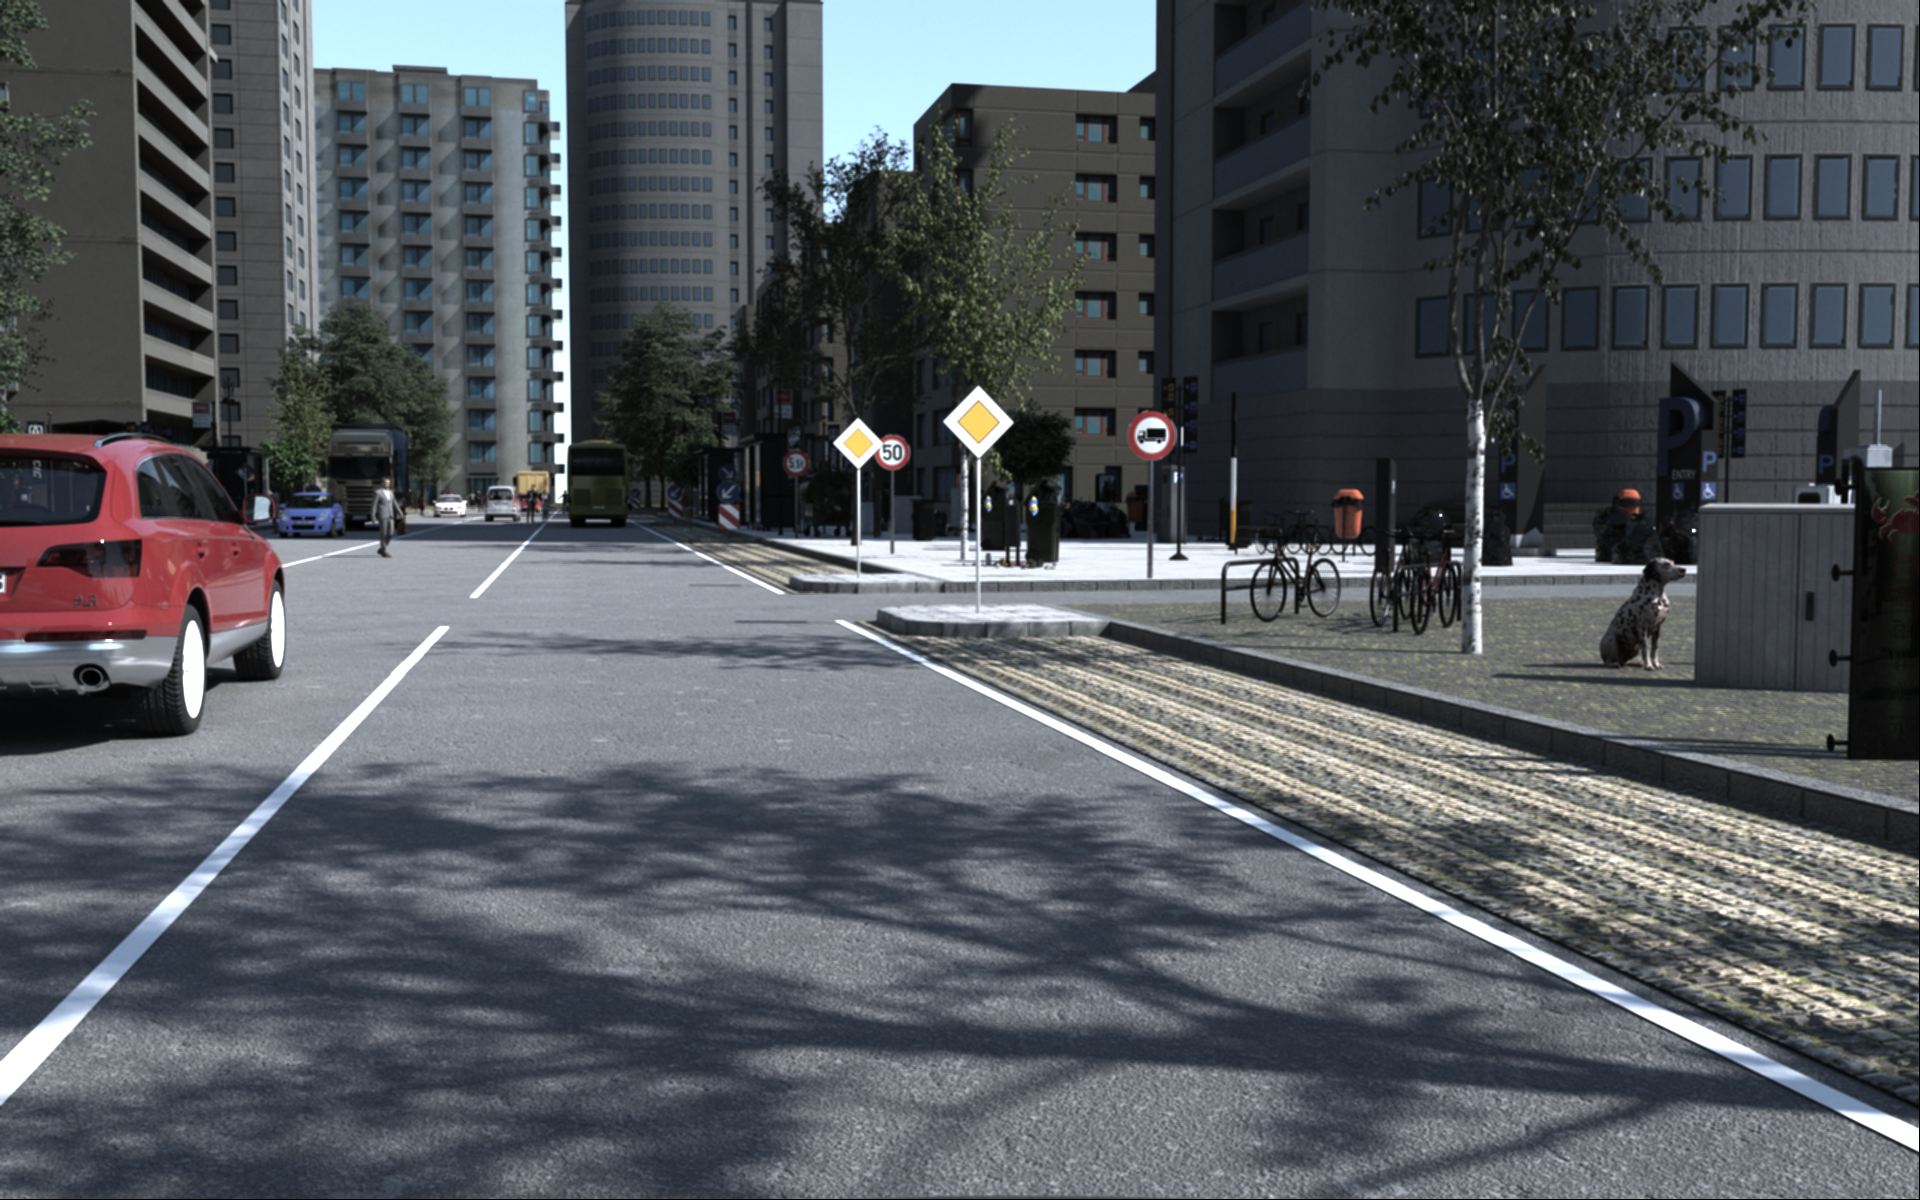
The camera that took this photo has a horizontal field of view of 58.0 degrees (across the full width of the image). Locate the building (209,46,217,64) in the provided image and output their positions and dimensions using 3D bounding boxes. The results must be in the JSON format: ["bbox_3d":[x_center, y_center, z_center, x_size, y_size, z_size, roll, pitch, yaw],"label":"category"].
[{"bbox_3d":[-67.807,-26.361,122.880,32.217,40.220,23.993,-1,4,-13],"label":"building"}]

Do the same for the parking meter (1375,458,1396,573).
[{"bbox_3d":[6.961,-1.383,28.328,0.255,1.863,0.399,2,4,27],"label":"parking meter"}]

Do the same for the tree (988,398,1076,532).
[{"bbox_3d":[2.322,-4.604,58.994,4.285,4.588,4.351,0,3,0],"label":"tree"}]

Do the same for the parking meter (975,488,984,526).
[{"bbox_3d":[0.801,-3.800,70.545,0.372,1.533,0.369,0,3,0],"label":"parking meter"}]

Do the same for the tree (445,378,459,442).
[{"bbox_3d":[-46.074,-14.316,140.727,9.857,13.997,8.962,0,3,0],"label":"tree"}]

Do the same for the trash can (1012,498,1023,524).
[{"bbox_3d":[2.275,-3.645,71.242,0.748,1.137,0.748,0,3,0],"label":"trash can"}]

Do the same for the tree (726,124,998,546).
[{"bbox_3d":[-2.315,-6.643,43.022,7.601,10.594,8.767,-3,5,-42],"label":"tree"}]

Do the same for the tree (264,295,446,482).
[{"bbox_3d":[-39.937,-12.594,112.565,9.857,13.997,8.962,0,3,0],"label":"tree"}]

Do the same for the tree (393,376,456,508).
[{"bbox_3d":[-51.374,-15.075,164.608,7.486,12.596,7.792,0,3,0],"label":"tree"}]

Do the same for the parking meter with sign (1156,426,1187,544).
[{"bbox_3d":[5.568,-2.985,45.065,0.543,3.016,1.738,-1,4,-14],"label":"parking meter with sign"}]

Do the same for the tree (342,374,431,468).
[{"bbox_3d":[-43.614,-11.999,130.597,7.601,10.594,8.767,-1,4,-20],"label":"tree"}]

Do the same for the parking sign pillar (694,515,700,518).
[{"bbox_3d":[-13.393,-6.328,91.935,1.447,3.967,1.447,0,4,7],"label":"parking sign pillar"}]

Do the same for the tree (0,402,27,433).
[{"bbox_3d":[-31.405,-4.382,55.365,4.285,4.588,4.351,0,3,0],"label":"tree"}]

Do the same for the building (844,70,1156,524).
[{"bbox_3d":[10.012,-14.996,90.219,27.650,21.520,28.899,-1,4,-13],"label":"building"}]

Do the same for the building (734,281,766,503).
[{"bbox_3d":[-5.073,-19.011,155.862,27.650,21.520,28.899,-1,4,-13],"label":"building"}]

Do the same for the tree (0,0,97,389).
[{"bbox_3d":[-20.463,-7.531,29.789,9.857,13.997,8.962,0,3,0],"label":"tree"}]

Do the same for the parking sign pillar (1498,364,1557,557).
[{"bbox_3d":[11.595,-2.891,35.737,1.447,3.967,1.447,3,5,42],"label":"parking sign pillar"}]

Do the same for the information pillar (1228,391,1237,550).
[{"bbox_3d":[6.261,-2.952,39.628,0.183,3.616,0.504,1,4,13],"label":"information pillar"}]

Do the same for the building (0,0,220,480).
[{"bbox_3d":[-57.428,-29.231,101.621,21.300,48.544,21.600,-1,4,-13],"label":"building"}]

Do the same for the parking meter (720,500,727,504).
[{"bbox_3d":[-9.552,-3.786,70.307,0.372,1.533,0.369,0,3,0],"label":"parking meter"}]

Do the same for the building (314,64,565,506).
[{"bbox_3d":[-60.710,-35.288,196.560,30.456,49.044,23.786,-1,4,-13],"label":"building"}]

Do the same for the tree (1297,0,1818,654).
[{"bbox_3d":[4.361,-3.872,13.676,4.360,8.622,3.978,0,3,0],"label":"tree"}]

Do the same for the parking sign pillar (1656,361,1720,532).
[{"bbox_3d":[14.530,-2.822,34.606,1.447,3.967,1.447,-1,4,-16],"label":"parking sign pillar"}]

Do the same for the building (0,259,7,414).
[{"bbox_3d":[-53.326,-39.033,76.448,20.563,71.187,20.611,-1,4,-13],"label":"building"}]

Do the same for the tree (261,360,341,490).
[{"bbox_3d":[-35.749,-8.822,94.601,4.737,8.622,4.395,0,3,0],"label":"tree"}]

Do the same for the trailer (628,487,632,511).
[{"bbox_3d":[-28.269,-8.440,145.048,1.471,1.999,3.904,-1,4,-12],"label":"trailer"}]

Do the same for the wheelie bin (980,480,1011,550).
[{"bbox_3d":[0.803,-1.950,39.794,0.693,1.594,0.980,0,4,5],"label":"wheelie bin"}]

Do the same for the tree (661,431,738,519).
[{"bbox_3d":[-14.674,-6.798,94.861,4.285,4.588,4.351,0,3,0],"label":"tree"}]

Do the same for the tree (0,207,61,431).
[{"bbox_3d":[-23.894,-5.571,41.452,4.360,8.622,3.978,0,3,0],"label":"tree"}]

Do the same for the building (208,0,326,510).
[{"bbox_3d":[-66.509,-43.295,146.124,20.611,71.187,20.563,-1,4,-13],"label":"building"}]

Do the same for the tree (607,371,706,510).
[{"bbox_3d":[-23.780,-12.993,138.187,9.928,11.665,9.643,0,3,0],"label":"tree"}]

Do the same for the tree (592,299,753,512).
[{"bbox_3d":[-18.340,-12.596,112.597,9.857,13.997,8.962,0,3,0],"label":"tree"}]

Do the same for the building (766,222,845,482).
[{"bbox_3d":[1.361,-17.267,127.356,27.650,21.520,28.899,-1,4,-13],"label":"building"}]

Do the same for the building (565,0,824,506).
[{"bbox_3d":[-31.250,-40.370,202.056,28.212,58.520,21.231,-1,4,-13],"label":"building"}]

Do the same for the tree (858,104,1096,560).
[{"bbox_3d":[0.325,-5.089,33.572,4.737,8.622,4.395,0,3,0],"label":"tree"}]

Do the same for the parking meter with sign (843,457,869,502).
[{"bbox_3d":[-4.586,-5.130,80.132,1.738,3.016,0.543,3,4,36],"label":"parking meter with sign"}]

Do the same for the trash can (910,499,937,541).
[{"bbox_3d":[-0.992,-2.183,47.353,0.748,1.137,0.748,0,3,0],"label":"trash can"}]

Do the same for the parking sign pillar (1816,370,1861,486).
[{"bbox_3d":[18.910,-2.988,37.331,1.447,3.967,1.447,-3,5,-44],"label":"parking sign pillar"}]

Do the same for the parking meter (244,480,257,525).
[{"bbox_3d":[-29.295,-4.023,71.493,0.255,1.863,0.399,2,4,29],"label":"parking meter"}]

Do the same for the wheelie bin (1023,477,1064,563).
[{"bbox_3d":[1.583,-1.509,32.576,0.693,1.594,0.980,1,4,13],"label":"wheelie bin"}]

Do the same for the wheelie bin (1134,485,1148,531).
[{"bbox_3d":[6.375,-3.211,60.406,0.980,1.594,0.693,0,4,2],"label":"wheelie bin"}]

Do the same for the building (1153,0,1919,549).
[{"bbox_3d":[21.949,-31.070,49.995,28.212,58.520,21.231,-1,4,-13],"label":"building"}]

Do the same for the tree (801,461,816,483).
[{"bbox_3d":[-8.031,-6.218,96.264,1.663,3.219,1.824,0,3,0],"label":"tree"}]

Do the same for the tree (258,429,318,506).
[{"bbox_3d":[-34.258,-6.381,88.040,4.285,4.588,4.351,0,3,0],"label":"tree"}]

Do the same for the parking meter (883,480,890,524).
[{"bbox_3d":[-3.153,-4.190,74.224,0.255,1.863,0.399,0,4,4],"label":"parking meter"}]
